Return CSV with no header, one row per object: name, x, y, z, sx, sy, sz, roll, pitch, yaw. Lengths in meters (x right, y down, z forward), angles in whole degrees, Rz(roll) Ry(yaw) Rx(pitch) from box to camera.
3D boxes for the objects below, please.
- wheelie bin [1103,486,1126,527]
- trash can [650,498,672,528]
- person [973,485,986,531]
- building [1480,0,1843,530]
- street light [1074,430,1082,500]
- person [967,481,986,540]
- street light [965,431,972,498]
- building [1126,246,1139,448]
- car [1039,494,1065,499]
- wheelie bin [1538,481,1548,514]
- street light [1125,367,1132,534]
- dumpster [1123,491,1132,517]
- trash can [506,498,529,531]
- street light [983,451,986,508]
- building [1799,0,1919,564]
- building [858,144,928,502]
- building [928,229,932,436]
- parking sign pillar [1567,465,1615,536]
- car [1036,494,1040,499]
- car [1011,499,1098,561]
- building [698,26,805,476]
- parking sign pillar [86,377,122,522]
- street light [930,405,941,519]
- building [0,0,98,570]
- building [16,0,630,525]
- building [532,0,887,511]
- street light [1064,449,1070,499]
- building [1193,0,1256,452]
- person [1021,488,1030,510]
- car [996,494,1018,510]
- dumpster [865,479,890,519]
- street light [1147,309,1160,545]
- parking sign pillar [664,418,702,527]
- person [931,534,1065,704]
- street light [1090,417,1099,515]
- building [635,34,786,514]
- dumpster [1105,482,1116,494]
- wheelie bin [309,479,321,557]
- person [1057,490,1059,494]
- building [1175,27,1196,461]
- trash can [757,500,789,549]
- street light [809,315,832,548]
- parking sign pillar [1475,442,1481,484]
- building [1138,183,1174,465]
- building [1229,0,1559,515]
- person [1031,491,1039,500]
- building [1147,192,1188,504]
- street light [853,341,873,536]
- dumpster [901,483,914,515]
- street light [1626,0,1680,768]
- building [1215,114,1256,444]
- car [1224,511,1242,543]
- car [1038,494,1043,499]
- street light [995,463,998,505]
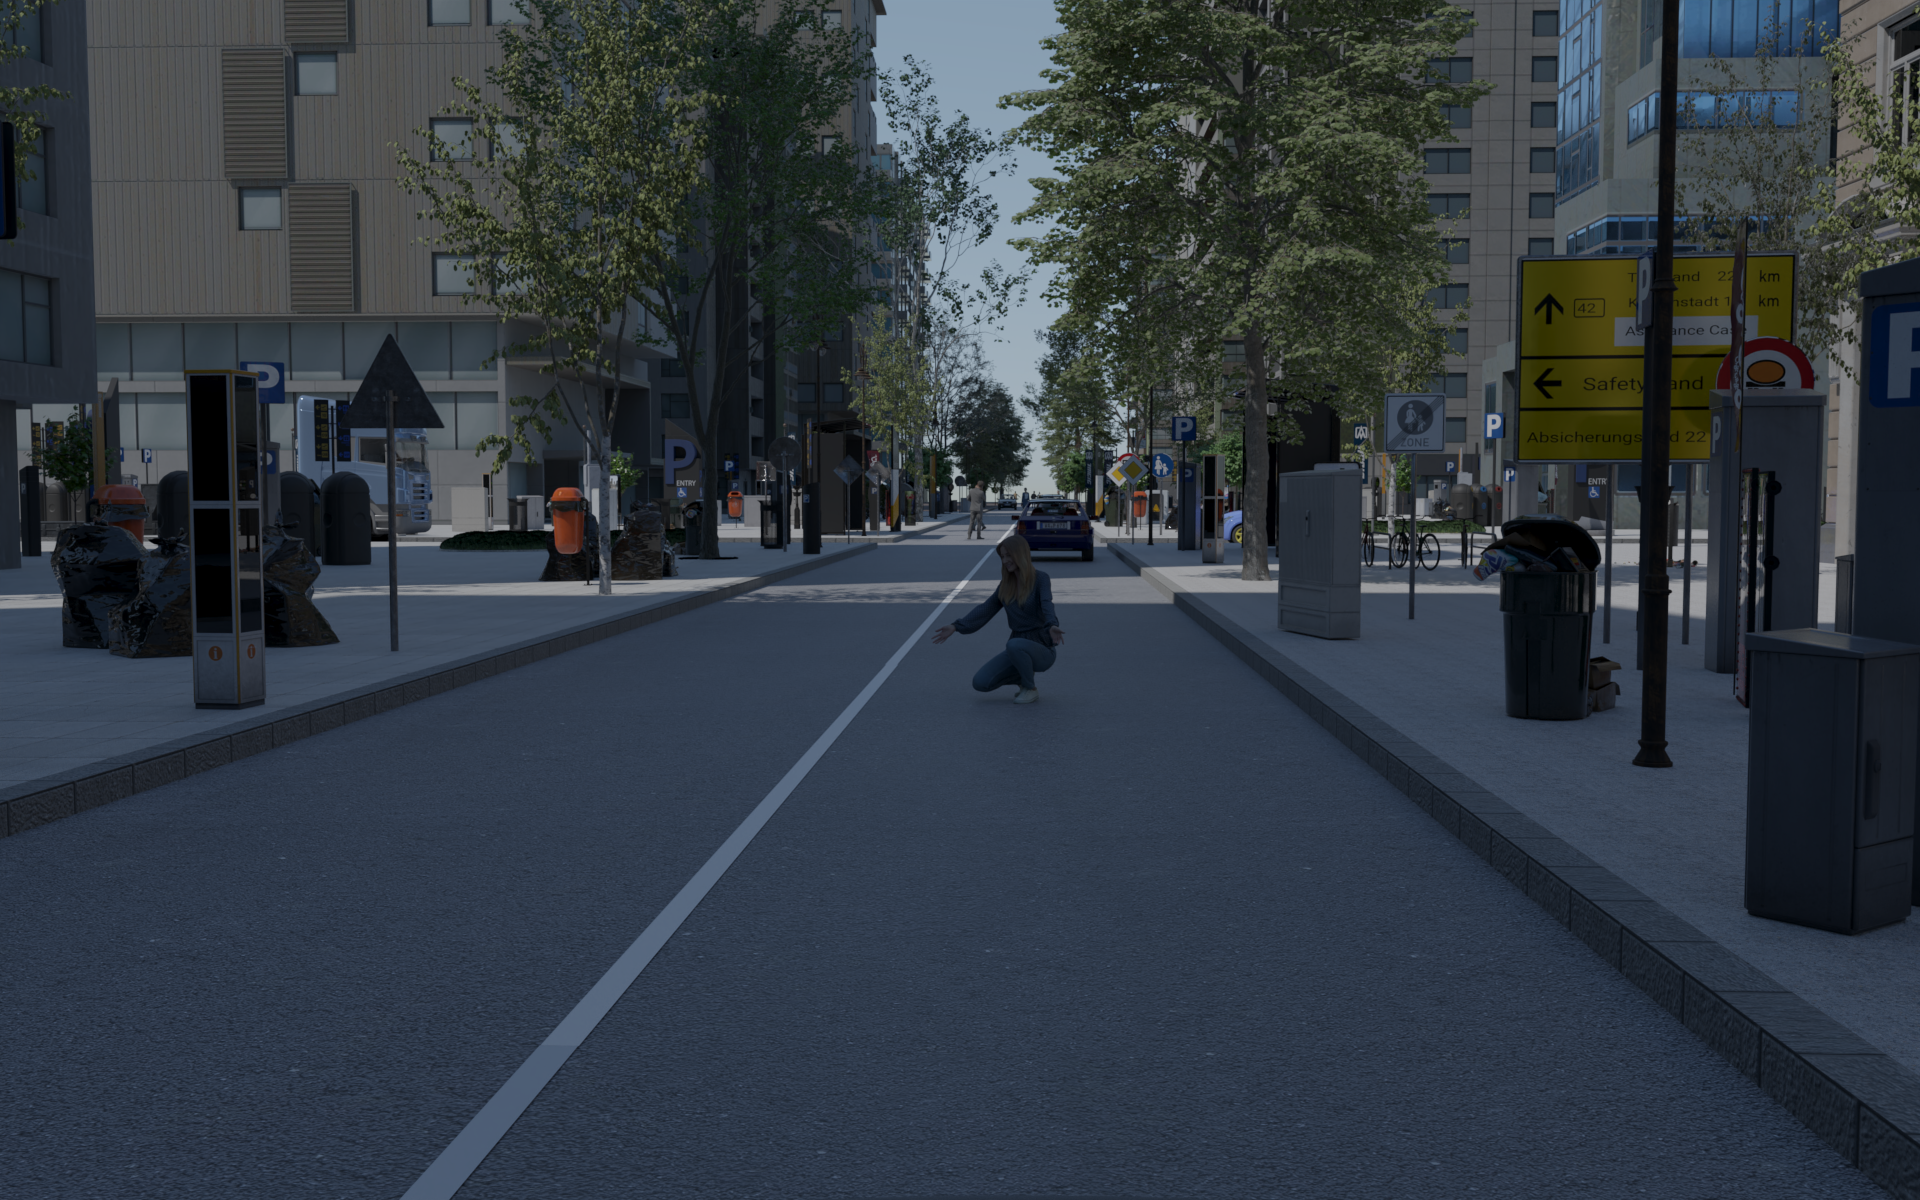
wheelie bin,6.080,-3.664,67.818,0.693,1.594,0.980,3,5,40
trash can,-9.718,-2.729,56.272,0.748,1.137,0.748,0,3,0
person,0.674,-3.627,67.902,0.767,1.812,0.694,0,4,-6
building,38.687,-46.344,70.393,31.000,86.520,22.319,0,4,3
street light,8.908,-9.712,131.584,0.468,5.910,1.993,0,4,3
person,0.520,-2.836,54.678,0.655,1.846,0.447,1,4,21
street light,0.675,-9.551,128.939,0.468,5.910,1.993,0,4,3
building,37.370,-37.626,269.805,22.147,44.769,28.867,0,4,3
car,4.815,-4.954,90.780,2.009,1.686,4.222,0,4,2
wheelie bin,13.478,-2.026,41.035,0.693,1.594,0.980,-2,4,-35
street light,5.373,-5.046,55.296,0.468,5.910,1.993,0,4,3
dumpster,7.753,-4.599,80.948,1.264,1.857,1.865,0,4,3
trash can,-14.776,-2.830,57.932,0.748,1.137,0.748,0,3,0
street light,2.294,-11.712,164.271,0.468,5.910,1.993,0,4,3
building,21.833,-14.415,21.584,13.634,28.700,20.117,0,4,3
building,-17.682,-37.830,238.120,23.786,49.044,30.456,0,4,3
building,-15.967,-39.732,269.231,23.786,49.044,30.456,0,4,3
parking sign pillar,19.377,-3.956,53.156,1.447,3.967,1.447,0,4,-4
car,12.633,-15.749,267.289,2.009,1.686,4.222,0,4,3
car,2.088,-1.570,38.246,1.945,1.354,3.894,0,4,4
building,-26.251,-27.425,140.287,32.217,40.220,23.993,0,4,3
parking sign pillar,-19.475,-3.117,39.432,1.447,3.967,1.447,-1,4,-14
street light,-1.214,-7.028,87.694,0.468,5.910,1.993,0,4,3
building,-22.322,-20.927,25.759,14.086,41.232,14.154,0,4,3
building,-29.245,-30.194,82.915,28.713,52.752,27.495,0,4,3
building,-22.284,-35.268,165.866,28.713,52.752,27.495,0,4,3
street light,10.521,-11.867,166.816,0.468,5.910,1.993,0,4,3
building,32.099,-32.267,151.266,21.300,48.544,21.600,0,4,3
person,3.907,-5.789,103.175,0.581,1.822,0.654,0,4,3
car,4.297,-8.990,156.777,2.009,1.686,4.222,0,4,2
dumpster,-4.397,-5.366,90.228,1.502,2.255,1.985,0,4,3
street light,4.778,-4.310,43.254,0.468,5.910,1.993,0,4,3
parking sign pillar,-9.832,-4.465,61.477,1.447,3.967,1.447,0,4,6
person,0.413,0.128,11.913,0.738,1.151,1.012,-3,5,-44
street light,7.011,-7.201,90.526,0.468,5.910,1.993,0,4,3
building,-19.365,-20.873,112.978,14.160,30.474,14.107,0,4,3
dumpster,7.894,-5.042,84.924,1.502,2.255,1.985,0,4,3
wheelie bin,-13.361,-1.691,35.549,0.693,1.594,0.980,-3,4,-38
person,6.772,-6.732,119.567,0.512,1.701,0.522,2,4,24
building,36.315,-35.855,175.469,28.713,52.752,27.495,0,4,3
trash can,-4.375,-1.769,40.584,0.748,1.137,0.748,0,3,0
street light,-3.378,-4.196,41.394,0.468,5.910,1.993,0,4,3
parking sign pillar,27.288,-6.271,91.007,1.447,3.967,1.447,1,4,18
building,32.903,-36.577,248.141,14.600,45.320,14.200,0,4,3
building,28.920,-41.351,114.337,20.563,71.187,20.611,0,4,3
person,7.679,-10.330,177.929,0.617,1.759,0.750,2,4,34
building,32.254,-33.664,234.002,14.154,41.232,14.086,0,4,3
street light,-2.916,-4.873,52.466,0.468,5.910,1.993,0,4,3
dumpster,-3.038,-5.110,89.311,1.264,1.857,1.865,0,4,3
street light,3.277,-2.155,8.017,0.468,5.910,1.993,0,4,3
building,26.624,-22.145,133.773,14.160,30.474,14.107,0,4,3
car,8.881,-2.356,48.118,3.694,1.707,1.945,0,4,2
car,7.906,-9.143,159.716,2.015,1.641,3.980,0,4,3
street light,4.669,-14.656,212.407,0.468,5.910,1.993,0,4,3
